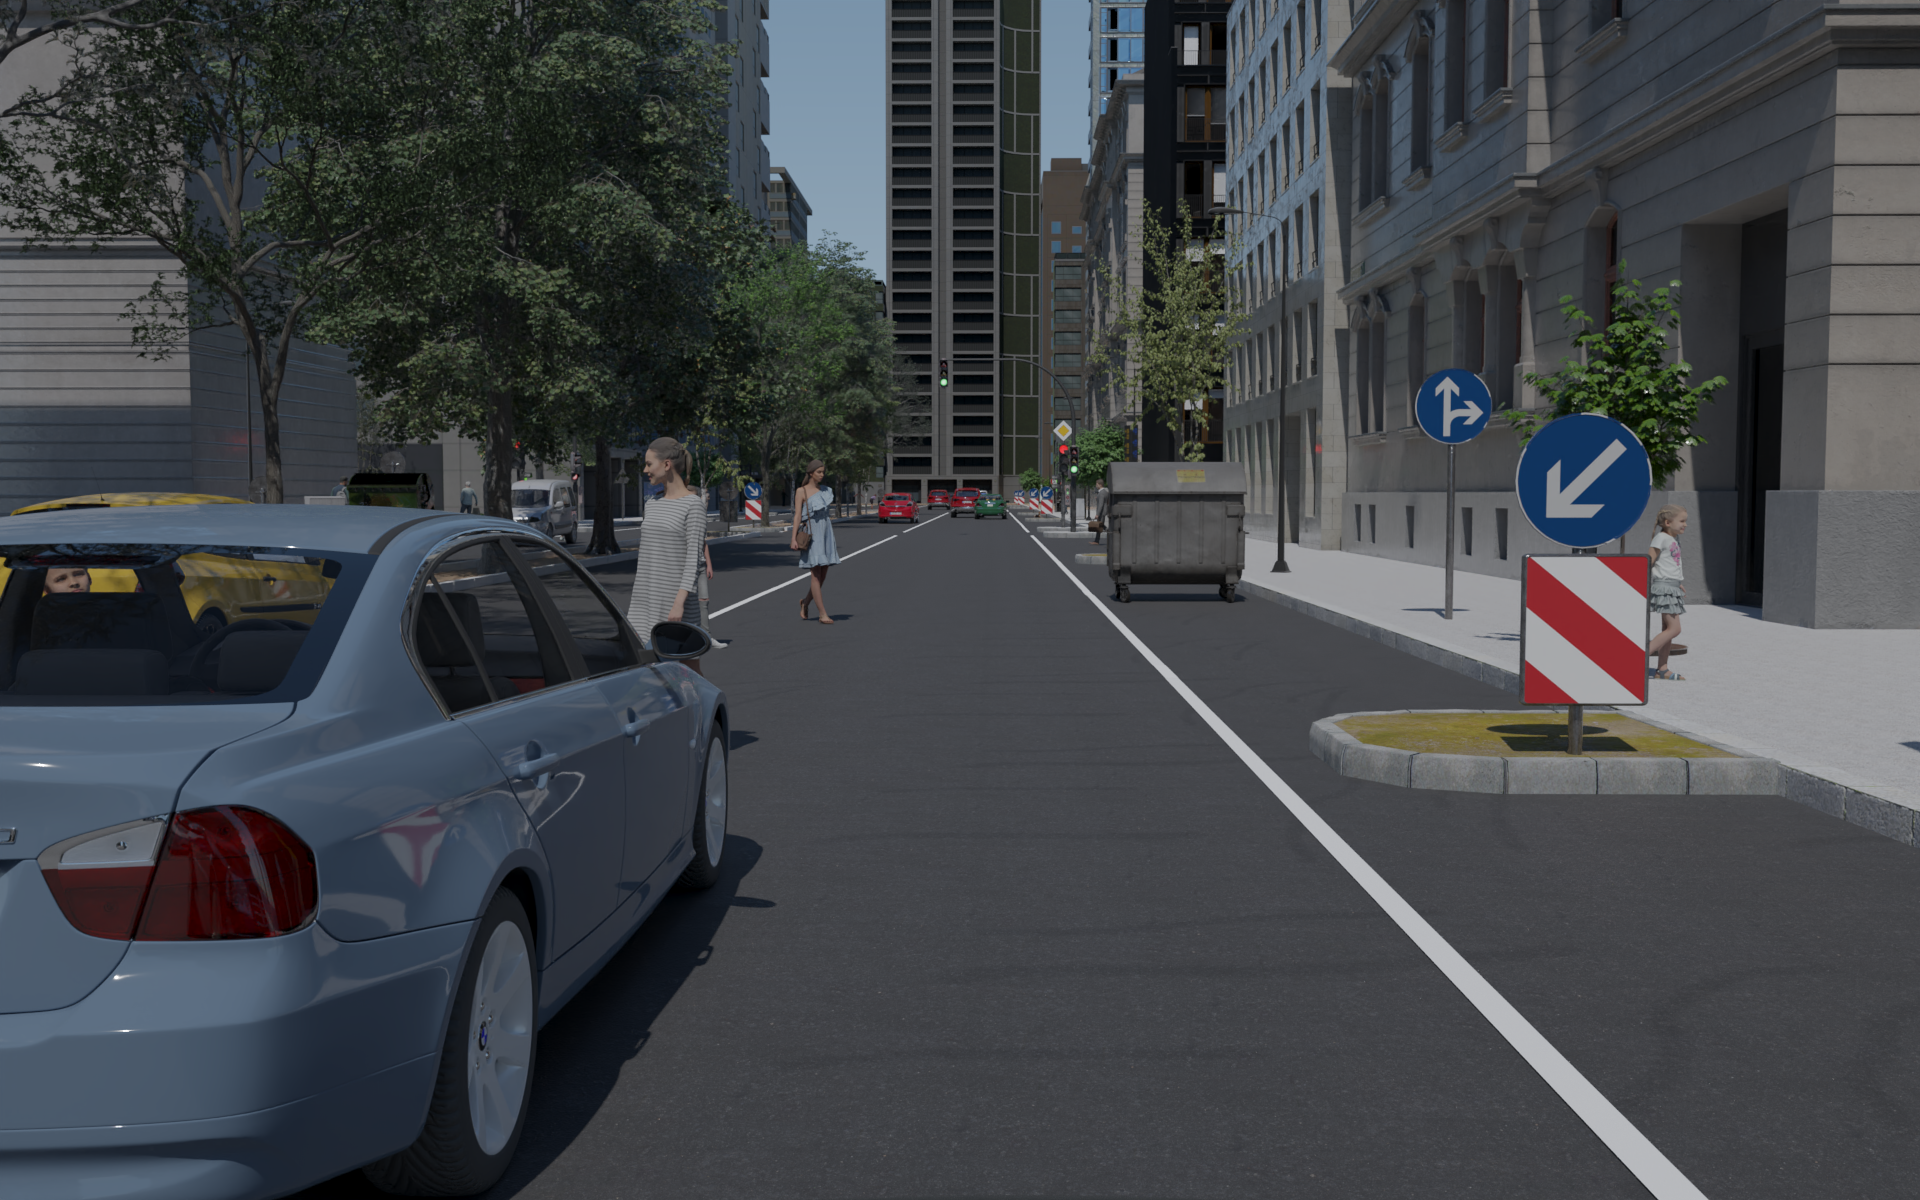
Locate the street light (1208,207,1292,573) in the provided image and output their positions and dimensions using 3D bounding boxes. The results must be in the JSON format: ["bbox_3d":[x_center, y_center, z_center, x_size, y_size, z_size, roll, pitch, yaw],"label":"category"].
[{"bbox_3d":[4.713,-3.404,28.204,1.470,5.913,1.316,0,4,1],"label":"street light"}]

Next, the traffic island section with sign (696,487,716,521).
[{"bbox_3d":[-13.996,-5.072,91.560,1.989,1.847,2.006,0,4,1],"label":"traffic island section with sign"}]

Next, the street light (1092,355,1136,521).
[{"bbox_3d":[5.293,-5.226,57.993,1.470,5.913,1.316,0,4,1],"label":"street light"}]

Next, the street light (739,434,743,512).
[{"bbox_3d":[-15.217,-9.288,124.397,1.470,5.913,1.316,0,4,1],"label":"street light"}]

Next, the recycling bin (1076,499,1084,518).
[{"bbox_3d":[6.435,-5.016,94.570,0.722,1.027,0.722,-1,4,-14],"label":"recycling bin"}]

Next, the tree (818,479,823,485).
[{"bbox_3d":[-15.771,-12.134,192.987,1.663,3.219,1.824,0,3,0],"label":"tree"}]

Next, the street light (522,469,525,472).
[{"bbox_3d":[-16.192,-5.736,66.320,1.470,5.913,1.316,0,4,1],"label":"street light"}]

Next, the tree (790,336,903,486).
[{"bbox_3d":[-7.202,-9.588,93.625,8.767,10.594,7.601,0,4,1],"label":"tree"}]

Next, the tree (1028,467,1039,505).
[{"bbox_3d":[6.398,-6.331,87.219,4.285,4.588,4.351,0,3,0],"label":"tree"}]

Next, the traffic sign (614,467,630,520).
[{"bbox_3d":[-16.429,-5.157,84.322,0.884,2.594,0.081,0,4,2],"label":"traffic sign"}]

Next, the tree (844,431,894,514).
[{"bbox_3d":[-6.752,-10.496,124.422,4.360,8.622,3.978,0,3,0],"label":"tree"}]

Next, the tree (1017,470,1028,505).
[{"bbox_3d":[8.480,-13.756,208.625,4.285,4.588,4.351,0,3,0],"label":"tree"}]

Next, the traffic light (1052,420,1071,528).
[{"bbox_3d":[3.922,-4.719,66.079,0.839,4.253,0.868,0,4,1],"label":"traffic light"}]

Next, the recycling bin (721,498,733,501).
[{"bbox_3d":[-15.575,-6.305,115.646,0.722,1.027,0.722,0,4,0],"label":"recycling bin"}]

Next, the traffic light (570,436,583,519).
[{"bbox_3d":[-12.643,-5.610,66.395,4.771,5.953,1.251,0,4,1],"label":"traffic light"}]

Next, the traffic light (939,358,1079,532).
[{"bbox_3d":[1.685,-5.096,57.991,4.771,5.953,1.251,0,4,1],"label":"traffic light"}]

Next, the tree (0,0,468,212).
[{"bbox_3d":[-8.591,-6.022,11.282,12.009,13.543,11.850,0,3,0],"label":"tree"}]

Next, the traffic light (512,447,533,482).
[{"bbox_3d":[-14.880,-4.250,58.414,0.839,4.253,0.868,0,4,1],"label":"traffic light"}]

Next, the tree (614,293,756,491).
[{"bbox_3d":[-8.045,-5.823,48.020,4.360,8.622,3.978,0,3,0],"label":"tree"}]

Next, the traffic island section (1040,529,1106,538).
[{"bbox_3d":[3.818,-2.197,58.208,2.009,0.180,2.903,0,4,1],"label":"traffic island section"}]

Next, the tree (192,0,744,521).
[{"bbox_3d":[-8.279,-7.432,30.632,9.857,13.997,8.962,0,3,0],"label":"tree"}]

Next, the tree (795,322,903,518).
[{"bbox_3d":[-7.204,-11.047,101.195,7.486,12.596,7.792,0,3,0],"label":"tree"}]

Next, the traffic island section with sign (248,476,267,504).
[{"bbox_3d":[-14.990,-1.722,36.781,1.989,1.847,2.006,0,4,1],"label":"traffic island section with sign"}]

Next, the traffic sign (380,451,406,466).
[{"bbox_3d":[-16.757,-3.124,51.189,0.768,2.556,0.104,0,4,2],"label":"traffic sign"}]

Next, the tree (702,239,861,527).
[{"bbox_3d":[-7.792,-8.654,69.712,9.928,11.665,9.643,0,3,0],"label":"tree"}]

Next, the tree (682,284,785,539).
[{"bbox_3d":[-8.090,-6.225,54.601,4.737,8.622,4.395,0,3,0],"label":"tree"}]

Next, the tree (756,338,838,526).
[{"bbox_3d":[-7.453,-7.597,77.029,4.360,8.622,3.978,0,3,0],"label":"tree"}]

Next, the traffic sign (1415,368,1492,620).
[{"bbox_3d":[5.005,-1.073,17.655,0.768,2.556,0.104,0,4,3],"label":"traffic sign"}]

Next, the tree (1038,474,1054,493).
[{"bbox_3d":[8.490,-10.709,169.701,1.663,3.219,1.824,0,3,0],"label":"tree"}]

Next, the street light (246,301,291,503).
[{"bbox_3d":[-16.623,-4.237,41.819,1.470,5.913,1.316,0,4,1],"label":"street light"}]

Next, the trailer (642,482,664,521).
[{"bbox_3d":[-14.356,-4.587,82.039,1.471,1.999,3.904,0,3,0],"label":"trailer"}]

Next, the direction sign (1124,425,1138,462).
[{"bbox_3d":[5.614,-3.968,56.877,0.379,3.537,0.876,-1,4,-23],"label":"direction sign"}]

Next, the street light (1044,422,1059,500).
[{"bbox_3d":[6.133,-8.534,112.075,1.470,5.913,1.316,0,4,1],"label":"street light"}]

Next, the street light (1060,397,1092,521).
[{"bbox_3d":[5.651,-6.758,83.037,1.470,5.913,1.316,0,4,1],"label":"street light"}]

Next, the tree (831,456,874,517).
[{"bbox_3d":[-6.973,-9.473,107.697,4.737,8.622,4.395,0,3,0],"label":"tree"}]

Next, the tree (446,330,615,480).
[{"bbox_3d":[-18.232,-9.481,73.147,7.486,12.596,7.792,0,3,0],"label":"tree"}]

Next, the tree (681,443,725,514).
[{"bbox_3d":[-16.524,-7.788,111.053,4.285,4.588,4.351,0,3,0],"label":"tree"}]

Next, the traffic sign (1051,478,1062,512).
[{"bbox_3d":[6.714,-7.396,121.024,0.768,2.556,0.104,0,4,2],"label":"traffic sign"}]

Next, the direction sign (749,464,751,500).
[{"bbox_3d":[-15.700,-8.419,129.647,0.379,3.537,0.876,-1,4,-14],"label":"direction sign"}]

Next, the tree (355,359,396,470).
[{"bbox_3d":[-27.844,-7.932,80.046,4.360,8.622,3.978,0,3,0],"label":"tree"}]

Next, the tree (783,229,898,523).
[{"bbox_3d":[-7.390,-10.700,84.061,9.857,13.997,8.962,0,3,0],"label":"tree"}]

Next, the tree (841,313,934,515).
[{"bbox_3d":[-6.763,-12.427,116.003,12.009,13.543,11.850,0,3,0],"label":"tree"}]

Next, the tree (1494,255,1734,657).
[{"bbox_3d":[5.449,-1.199,14.210,1.663,3.219,1.824,0,3,0],"label":"tree"}]

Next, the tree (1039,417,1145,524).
[{"bbox_3d":[6.157,-5.485,73.390,4.285,4.588,4.351,0,3,0],"label":"tree"}]

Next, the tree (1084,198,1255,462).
[{"bbox_3d":[5.354,-5.623,42.300,4.737,8.622,4.395,0,3,0],"label":"tree"}]

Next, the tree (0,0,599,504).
[{"bbox_3d":[-8.578,-5.202,21.928,8.767,10.594,7.601,0,4,1],"label":"tree"}]

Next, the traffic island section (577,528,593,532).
[{"bbox_3d":[-14.776,-2.707,66.533,2.009,0.180,2.903,0,4,1],"label":"traffic island section"}]

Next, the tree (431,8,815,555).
[{"bbox_3d":[-8.447,-7.423,40.829,9.611,12.733,9.660,0,3,0],"label":"tree"}]

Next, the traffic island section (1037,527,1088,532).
[{"bbox_3d":[3.962,-2.686,66.192,2.009,0.180,2.903,0,4,1],"label":"traffic island section"}]

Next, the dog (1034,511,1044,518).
[{"bbox_3d":[4.785,-5.241,105.891,0.550,0.427,0.748,-1,4,-15],"label":"dog"}]

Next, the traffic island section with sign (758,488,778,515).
[{"bbox_3d":[-13.510,-6.721,118.511,1.989,1.847,2.006,0,4,1],"label":"traffic island section with sign"}]
